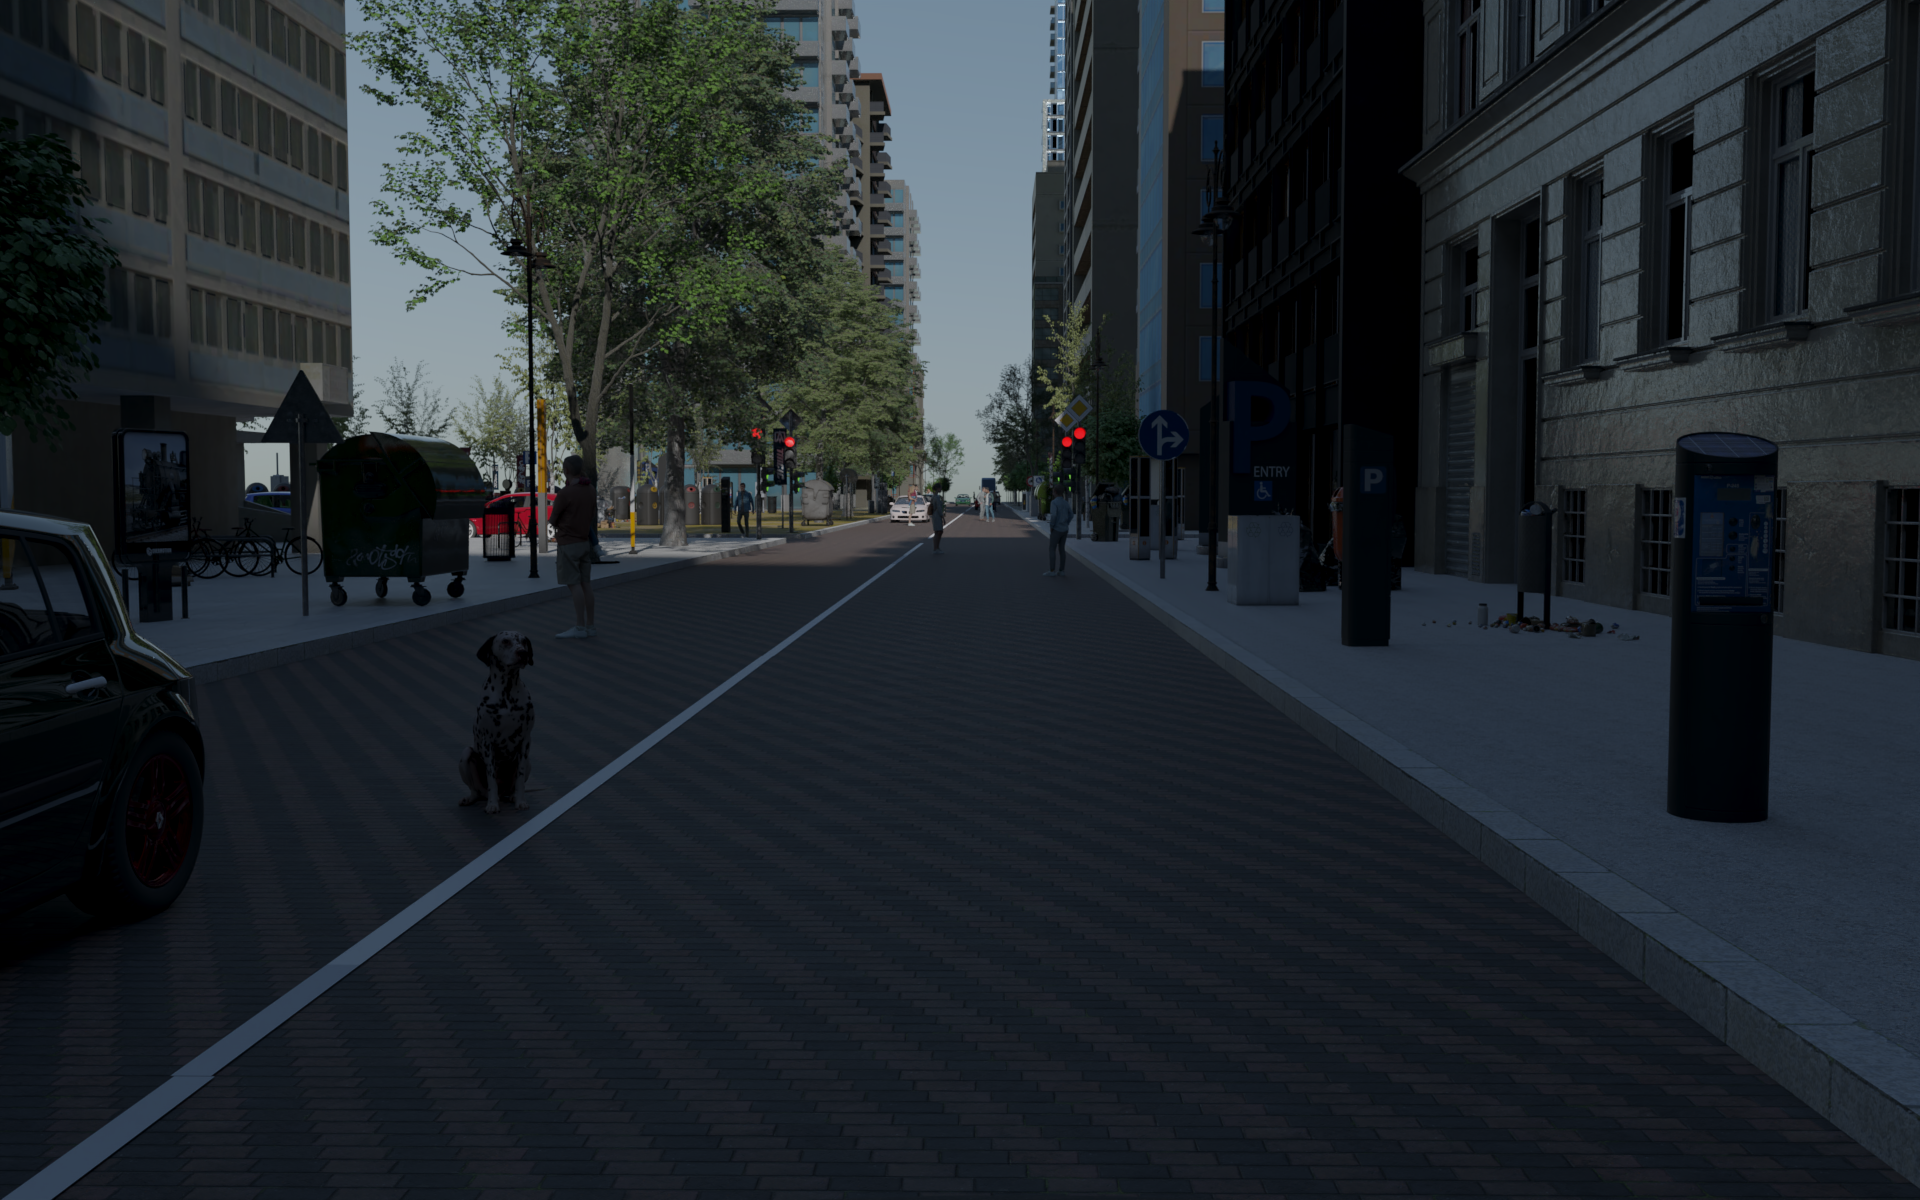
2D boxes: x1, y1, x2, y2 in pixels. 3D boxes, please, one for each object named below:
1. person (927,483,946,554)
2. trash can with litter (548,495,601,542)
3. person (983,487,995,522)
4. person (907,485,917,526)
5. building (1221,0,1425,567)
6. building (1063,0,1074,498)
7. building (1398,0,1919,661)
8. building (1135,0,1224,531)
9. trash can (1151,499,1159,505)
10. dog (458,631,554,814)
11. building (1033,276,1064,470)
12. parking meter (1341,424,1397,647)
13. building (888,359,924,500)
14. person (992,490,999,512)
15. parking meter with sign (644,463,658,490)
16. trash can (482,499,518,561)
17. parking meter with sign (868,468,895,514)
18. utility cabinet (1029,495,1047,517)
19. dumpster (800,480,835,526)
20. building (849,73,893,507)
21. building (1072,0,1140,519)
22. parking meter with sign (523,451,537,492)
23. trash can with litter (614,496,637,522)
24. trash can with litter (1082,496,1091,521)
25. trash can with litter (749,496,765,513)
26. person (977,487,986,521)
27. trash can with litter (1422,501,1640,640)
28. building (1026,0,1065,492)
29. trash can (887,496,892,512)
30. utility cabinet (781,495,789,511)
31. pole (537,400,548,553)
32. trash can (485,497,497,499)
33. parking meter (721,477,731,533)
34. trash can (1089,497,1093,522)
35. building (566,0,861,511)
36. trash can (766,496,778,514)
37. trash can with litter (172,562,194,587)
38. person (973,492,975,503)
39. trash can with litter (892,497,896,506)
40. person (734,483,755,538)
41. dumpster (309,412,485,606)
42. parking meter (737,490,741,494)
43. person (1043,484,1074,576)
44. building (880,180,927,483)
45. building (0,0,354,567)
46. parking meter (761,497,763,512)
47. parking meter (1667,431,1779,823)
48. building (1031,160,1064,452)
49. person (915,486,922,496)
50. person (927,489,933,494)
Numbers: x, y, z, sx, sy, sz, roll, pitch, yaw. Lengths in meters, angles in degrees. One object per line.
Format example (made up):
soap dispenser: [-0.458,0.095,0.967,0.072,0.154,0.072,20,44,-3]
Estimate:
person: [-0.549,-1.962,41.585,0.522,1.701,0.512,-1,4,-21]
trash can with litter: [-10.624,-2.175,46.616,1.678,1.210,2.233,0,4,1]
person: [1.488,-4.967,90.056,0.623,1.781,0.721,1,4,22]
person: [-2.185,-4.295,78.698,0.573,1.828,0.580,-3,5,-40]
building: [12.914,-12.703,37.369,12.332,23.373,15.834,0,4,1]
building: [20.061,-46.174,193.197,20.563,71.187,20.611,0,4,1]
building: [14.597,-11.045,13.877,16.112,22.955,30.059,0,4,1]
building: [14.366,-25.414,65.622,14.200,45.320,14.600,0,4,1]
trash can: [5.183,-2.234,48.172,0.748,1.137,0.748,0,3,0]
dog: [-2.068,0.535,8.083,0.513,0.831,0.800,1,4,14]
building: [16.678,-28.018,229.797,14.160,30.474,14.107,0,4,1]
parking meter: [3.452,-0.545,14.628,0.399,1.863,0.255,0,4,-6]
building: [-19.184,-23.819,234.475,27.650,21.520,28.899,0,4,1]
person: [2.777,-7.908,138.319,0.617,1.759,0.750,1,4,19]
parking meter with sign: [-16.933,-6.193,97.523,1.738,3.016,0.543,2,4,28]
trash can: [-8.831,-1.315,33.156,0.748,1.137,0.748,0,3,0]
parking meter with sign: [-5.191,-7.225,114.390,1.738,3.016,0.543,-1,4,-20]
utility cabinet: [4.469,-5.357,98.750,1.020,1.237,0.306,-1,4,-21]
dumpster: [-5.739,-3.904,69.583,1.264,1.857,1.865,0,4,1]
building: [-18.388,-32.004,177.894,22.147,44.769,28.867,0,4,1]
building: [17.585,-29.021,98.193,21.300,48.544,21.600,0,4,1]
parking meter with sign: [-17.217,-4.465,69.262,0.543,3.016,1.738,-1,4,-12]
trash can with litter: [-15.179,-4.206,79.822,2.233,1.210,1.678,-1,4,-18]
trash can with litter: [6.208,-4.335,82.262,0.624,1.170,1.055,-1,4,-20]
trash can with litter: [-13.999,-6.487,117.119,1.678,1.210,2.233,2,4,26]
person: [1.228,-5.223,93.996,0.391,1.810,0.635,2,4,35]
trash can with litter: [5.468,-0.313,16.183,1.678,1.210,2.233,-1,4,-11]
building: [21.810,-58.725,272.820,22.319,86.520,31.000,0,4,1]
trash can: [-5.179,-6.838,123.456,0.748,1.137,0.748,0,3,0]
utility cabinet: [-12.881,-7.143,127.947,0.306,1.237,1.020,1,4,20]
pole: [-9.033,-2.668,37.457,0.158,3.312,0.155,0,3,0]
trash can: [-20.323,-3.847,74.544,0.748,1.137,0.748,0,3,0]
parking meter: [-7.790,-3.173,57.596,0.255,1.863,0.399,0,4,3]
trash can: [6.259,-4.115,78.930,0.748,1.137,0.748,0,3,0]
building: [-20.087,-32.293,147.604,23.786,49.044,30.456,0,4,1]
trash can: [-12.384,-6.266,114.096,0.748,1.137,0.748,0,3,0]
trash can with litter: [-11.076,-0.791,24.318,1.055,1.170,0.624,3,5,43]
person: [2.143,-15.806,266.906,0.705,1.826,1.348,0,4,-7]
trash can with litter: [-4.666,-6.934,124.754,1.055,1.170,0.624,0,4,2]
person: [-6.693,-2.746,53.747,0.601,1.785,0.444,1,4,17]
dumpster: [-6.641,-1.102,20.510,1.502,2.255,1.985,0,4,1]
parking meter: [-14.329,-6.396,112.986,0.372,1.533,0.369,0,3,0]
person: [1.732,-1.229,30.397,0.589,1.601,0.330,-3,4,-37]
building: [-17.292,-39.365,263.229,23.786,49.044,30.456,0,4,1]
building: [-25.225,-20.771,31.492,23.993,40.220,32.217,0,4,1]
parking meter: [-14.537,-7.346,125.820,0.255,1.863,0.399,2,4,30]
parking meter: [3.029,0.093,6.883,0.372,1.533,0.369,0,3,0]
building: [21.129,-38.122,246.992,21.300,48.544,21.600,0,4,1]
person: [-2.455,-5.475,97.370,0.474,1.900,0.648,2,4,24]
person: [-2.093,-6.920,121.828,0.592,1.802,0.473,3,5,40]
